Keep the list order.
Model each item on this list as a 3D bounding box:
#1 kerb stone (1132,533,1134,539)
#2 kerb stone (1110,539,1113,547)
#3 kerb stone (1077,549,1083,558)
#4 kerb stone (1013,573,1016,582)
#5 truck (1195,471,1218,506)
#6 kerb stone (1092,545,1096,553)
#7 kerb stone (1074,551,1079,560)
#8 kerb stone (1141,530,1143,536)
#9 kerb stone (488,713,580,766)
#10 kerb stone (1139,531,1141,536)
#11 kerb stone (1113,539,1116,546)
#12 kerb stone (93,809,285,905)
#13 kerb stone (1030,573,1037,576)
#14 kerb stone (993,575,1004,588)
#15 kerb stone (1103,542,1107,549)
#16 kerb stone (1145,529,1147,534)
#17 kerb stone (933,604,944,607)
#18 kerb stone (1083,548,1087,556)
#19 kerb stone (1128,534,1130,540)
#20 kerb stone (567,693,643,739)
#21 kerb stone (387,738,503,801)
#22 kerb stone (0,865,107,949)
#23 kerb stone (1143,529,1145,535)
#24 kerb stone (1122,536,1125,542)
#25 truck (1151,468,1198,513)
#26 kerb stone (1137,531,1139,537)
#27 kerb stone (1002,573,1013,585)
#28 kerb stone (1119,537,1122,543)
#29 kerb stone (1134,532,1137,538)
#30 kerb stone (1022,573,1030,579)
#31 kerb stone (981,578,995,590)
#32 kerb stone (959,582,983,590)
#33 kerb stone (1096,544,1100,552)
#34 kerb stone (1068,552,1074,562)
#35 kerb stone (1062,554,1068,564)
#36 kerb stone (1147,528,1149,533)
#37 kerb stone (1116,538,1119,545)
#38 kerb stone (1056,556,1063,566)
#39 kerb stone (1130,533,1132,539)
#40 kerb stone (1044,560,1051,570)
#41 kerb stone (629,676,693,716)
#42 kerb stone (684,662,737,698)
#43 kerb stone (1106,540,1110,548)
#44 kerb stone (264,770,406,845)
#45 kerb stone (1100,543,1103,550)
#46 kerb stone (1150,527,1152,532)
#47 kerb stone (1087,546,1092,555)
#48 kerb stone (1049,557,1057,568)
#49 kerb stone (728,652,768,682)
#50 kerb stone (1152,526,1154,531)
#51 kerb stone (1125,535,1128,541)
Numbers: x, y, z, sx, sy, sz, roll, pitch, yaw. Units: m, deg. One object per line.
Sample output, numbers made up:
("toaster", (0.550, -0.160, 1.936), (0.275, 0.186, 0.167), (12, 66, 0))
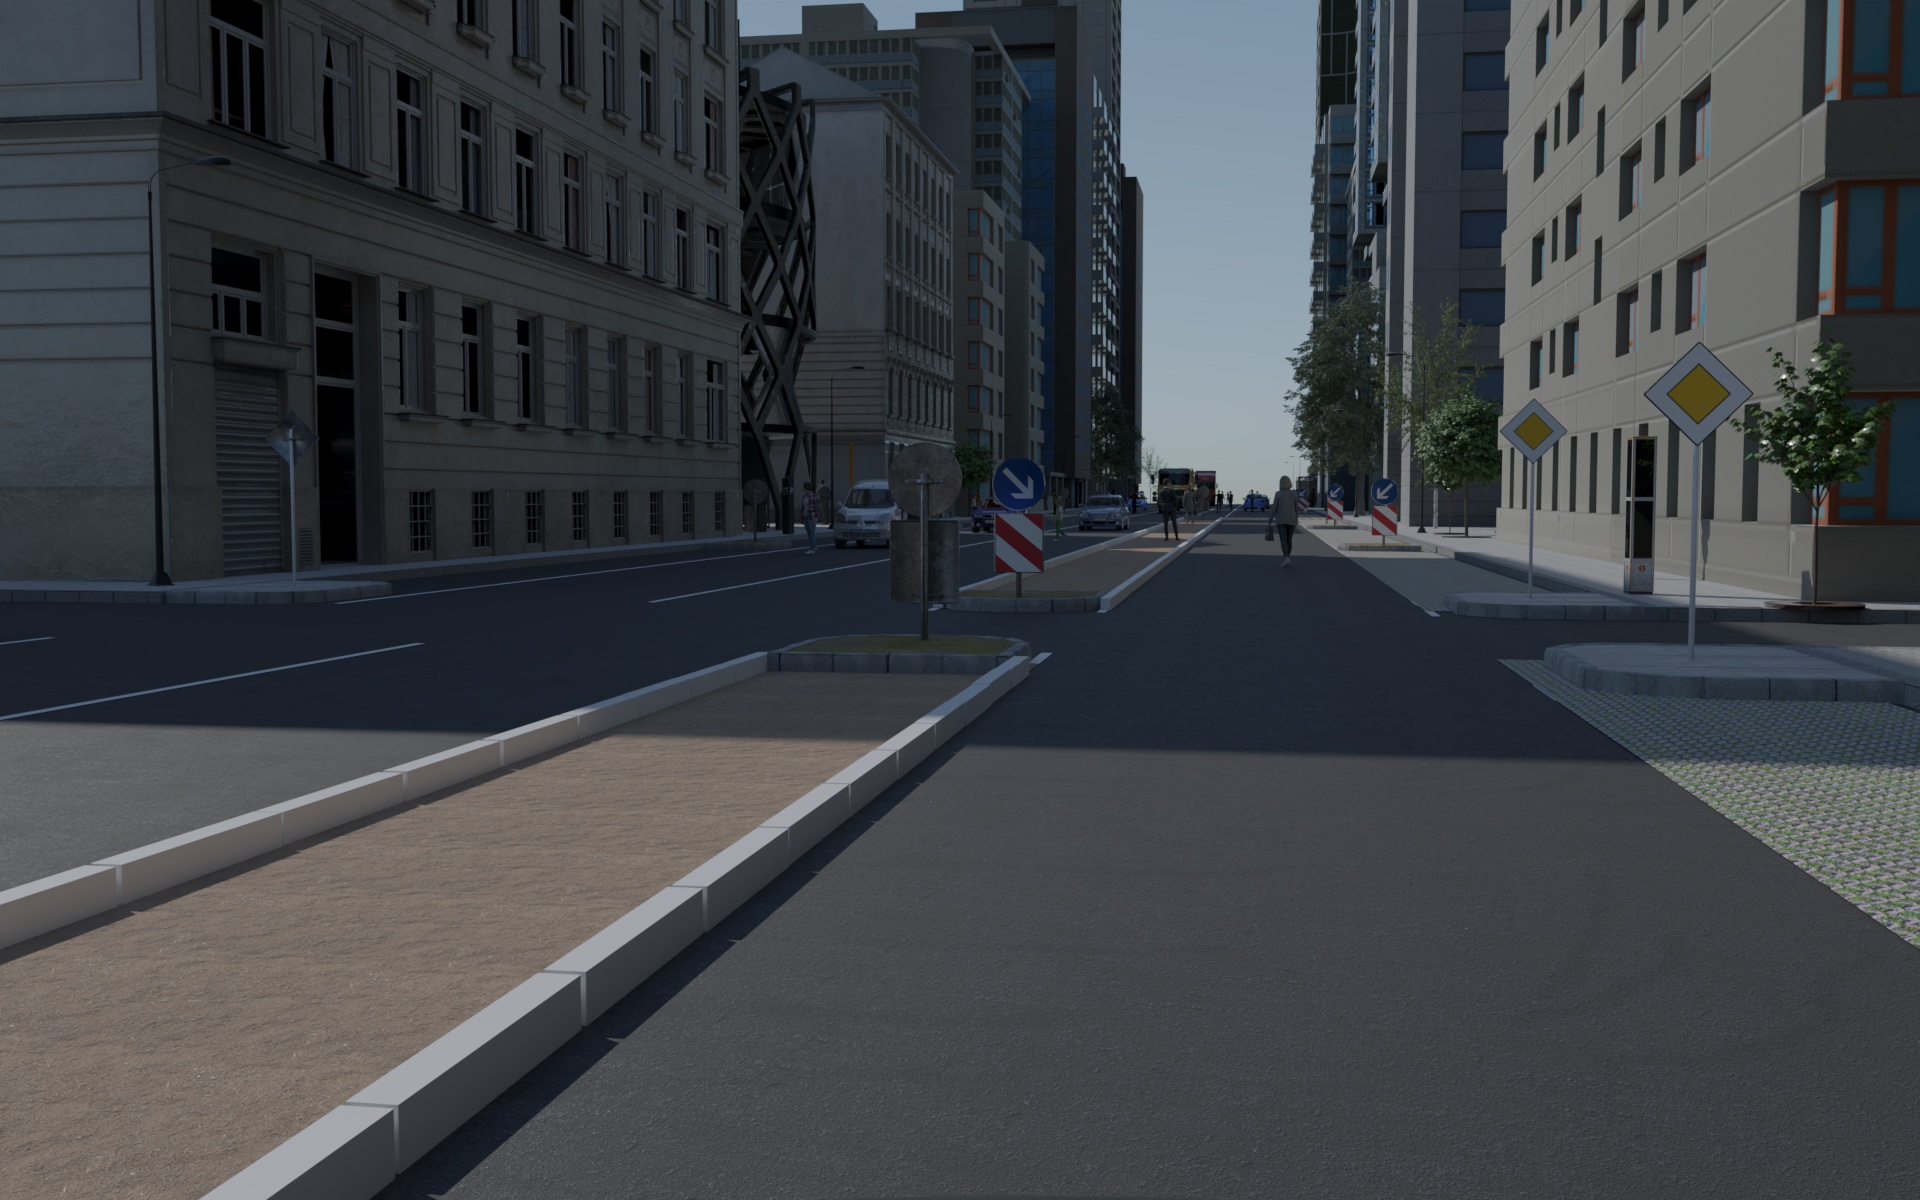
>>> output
("kerb stone", (5.310, -1.978, 54.537), (0.120, 0.150, 1.000), (1, 4, 10))
("kerb stone", (3.942, -1.483, 46.445), (0.120, 0.150, 1.000), (1, 4, 10))
("kerb stone", (2.565, -0.989, 38.371), (0.120, 0.150, 1.000), (1, 4, 10))
("kerb stone", (0.841, -0.372, 28.276), (0.120, 0.150, 1.000), (1, 4, 10))
("truck", (29.691, -13.491, 209.498), (2.839, 4.237, 11.283), (0, 4, 8))
("kerb stone", (3.083, -1.173, 41.404), (0.120, 0.150, 1.000), (1, 4, 10))
("kerb stone", (2.399, -0.927, 37.356), (0.120, 0.150, 1.000), (1, 4, 10))
("kerb stone", (6.024, -2.227, 58.606), (0.120, 0.150, 1.000), (1, 4, 10))
("kerb stone", (-2.356, 0.774, 9.542), (0.120, 0.150, 1.000), (1, 4, 10))
("kerb stone", (5.847, -2.164, 57.575), (0.120, 0.150, 1.000), (1, 4, 10))
("kerb stone", (4.115, -1.543, 47.452), (0.120, 0.150, 1.000), (1, 4, 10))
("kerb stone", (-2.876, 0.960, 6.499), (0.120, 0.150, 1.000), (1, 4, 10))
("kerb stone", (1.194, -0.489, 30.290), (0.120, 0.150, 1.000), (1, 4, 10))
("kerb stone", (0.498, -0.245, 26.262), (0.120, 0.150, 1.000), (1, 4, 10))
("kerb stone", (3.599, -1.357, 44.426), (0.120, 0.150, 1.000), (1, 4, 10))
("kerb stone", (6.365, -2.350, 60.621), (0.120, 0.150, 1.000), (1, 4, 10))
("kerb stone", (-0.193, -0.002, 22.224), (0.120, 0.150, 1.000), (1, 4, 10))
("kerb stone", (2.730, -1.051, 39.381), (0.120, 0.150, 1.000), (1, 4, 10))
("kerb stone", (4.984, -1.854, 52.504), (0.120, 0.150, 1.000), (1, 4, 10))
("kerb stone", (-2.182, 0.712, 10.550), (0.120, 0.150, 1.000), (1, 4, 10))
("kerb stone", (-2.532, 0.837, 8.518), (0.120, 0.150, 1.000), (1, 4, 10))
("kerb stone", (-3.048, 1.022, 5.483), (0.120, 0.150, 1.000), (1, 4, 10))
("kerb stone", (6.197, -2.289, 59.613), (0.120, 0.150, 1.000), (1, 4, 10))
("kerb stone", (4.637, -1.730, 50.489), (0.120, 0.150, 1.000), (1, 4, 10))
("truck", (16.444, -8.268, 131.100), (3.469, 3.379, 9.791), (1, 4, 10))
("kerb stone", (5.667, -2.101, 56.559), (0.120, 0.150, 1.000), (1, 4, 10))
("kerb stone", (0.663, -0.310, 27.270), (0.120, 0.150, 1.000), (1, 4, 10))
("kerb stone", (4.466, -1.669, 49.481), (0.120, 0.150, 1.000), (1, 4, 10))
("kerb stone", (5.498, -2.040, 55.546), (0.120, 0.150, 1.000), (1, 4, 10))
("kerb stone", (1.021, -0.430, 29.283), (0.120, 0.150, 1.000), (1, 4, 10))
("kerb stone", (0.337, -0.185, 25.247), (0.120, 0.150, 1.000), (1, 4, 10))
("kerb stone", (0.153, -0.123, 24.241), (0.120, 0.150, 1.000), (1, 4, 10))
("kerb stone", (3.250, -1.234, 42.412), (0.120, 0.150, 1.000), (1, 4, 10))
("kerb stone", (2.220, -0.865, 36.340), (0.120, 0.150, 1.000), (1, 4, 10))
("kerb stone", (2.043, -0.804, 35.334), (0.120, 0.150, 1.000), (1, 4, 10))
("kerb stone", (6.540, -2.403, 61.629), (0.120, 0.150, 1.000), (1, 4, 10))
("kerb stone", (4.291, -1.607, 48.470), (0.120, 0.150, 1.000), (1, 4, 10))
("kerb stone", (1.870, -0.742, 34.327), (0.120, 0.150, 1.000), (1, 4, 10))
("kerb stone", (5.154, -1.916, 53.516), (0.120, 0.150, 1.000), (1, 4, 10))
("kerb stone", (1.524, -0.617, 32.307), (0.120, 0.150, 1.000), (1, 4, 10))
("kerb stone", (-2.015, 0.650, 11.562), (0.120, 0.150, 1.000), (1, 4, 10))
("kerb stone", (-1.843, 0.591, 12.573), (0.120, 0.150, 1.000), (1, 4, 10))
("kerb stone", (3.776, -1.421, 45.437), (0.120, 0.150, 1.000), (1, 4, 10))
("kerb stone", (-2.713, 0.901, 7.508), (0.120, 0.150, 1.000), (1, 4, 10))
("kerb stone", (3.419, -1.297, 43.420), (0.120, 0.150, 1.000), (1, 4, 10))
("kerb stone", (6.882, -2.535, 63.646), (0.120, 0.150, 1.000), (1, 4, 10))
("kerb stone", (2.912, -1.113, 40.396), (0.120, 0.150, 1.000), (1, 4, 10))
("kerb stone", (1.702, -0.677, 33.313), (0.120, 0.150, 1.000), (1, 4, 10))
("kerb stone", (-1.666, 0.529, 13.591), (0.120, 0.150, 1.000), (1, 4, 10))
("kerb stone", (7.054, -2.597, 64.660), (0.120, 0.150, 1.000), (1, 4, 10))
("kerb stone", (4.809, -1.786, 51.496), (0.120, 0.150, 1.000), (1, 4, 10))
